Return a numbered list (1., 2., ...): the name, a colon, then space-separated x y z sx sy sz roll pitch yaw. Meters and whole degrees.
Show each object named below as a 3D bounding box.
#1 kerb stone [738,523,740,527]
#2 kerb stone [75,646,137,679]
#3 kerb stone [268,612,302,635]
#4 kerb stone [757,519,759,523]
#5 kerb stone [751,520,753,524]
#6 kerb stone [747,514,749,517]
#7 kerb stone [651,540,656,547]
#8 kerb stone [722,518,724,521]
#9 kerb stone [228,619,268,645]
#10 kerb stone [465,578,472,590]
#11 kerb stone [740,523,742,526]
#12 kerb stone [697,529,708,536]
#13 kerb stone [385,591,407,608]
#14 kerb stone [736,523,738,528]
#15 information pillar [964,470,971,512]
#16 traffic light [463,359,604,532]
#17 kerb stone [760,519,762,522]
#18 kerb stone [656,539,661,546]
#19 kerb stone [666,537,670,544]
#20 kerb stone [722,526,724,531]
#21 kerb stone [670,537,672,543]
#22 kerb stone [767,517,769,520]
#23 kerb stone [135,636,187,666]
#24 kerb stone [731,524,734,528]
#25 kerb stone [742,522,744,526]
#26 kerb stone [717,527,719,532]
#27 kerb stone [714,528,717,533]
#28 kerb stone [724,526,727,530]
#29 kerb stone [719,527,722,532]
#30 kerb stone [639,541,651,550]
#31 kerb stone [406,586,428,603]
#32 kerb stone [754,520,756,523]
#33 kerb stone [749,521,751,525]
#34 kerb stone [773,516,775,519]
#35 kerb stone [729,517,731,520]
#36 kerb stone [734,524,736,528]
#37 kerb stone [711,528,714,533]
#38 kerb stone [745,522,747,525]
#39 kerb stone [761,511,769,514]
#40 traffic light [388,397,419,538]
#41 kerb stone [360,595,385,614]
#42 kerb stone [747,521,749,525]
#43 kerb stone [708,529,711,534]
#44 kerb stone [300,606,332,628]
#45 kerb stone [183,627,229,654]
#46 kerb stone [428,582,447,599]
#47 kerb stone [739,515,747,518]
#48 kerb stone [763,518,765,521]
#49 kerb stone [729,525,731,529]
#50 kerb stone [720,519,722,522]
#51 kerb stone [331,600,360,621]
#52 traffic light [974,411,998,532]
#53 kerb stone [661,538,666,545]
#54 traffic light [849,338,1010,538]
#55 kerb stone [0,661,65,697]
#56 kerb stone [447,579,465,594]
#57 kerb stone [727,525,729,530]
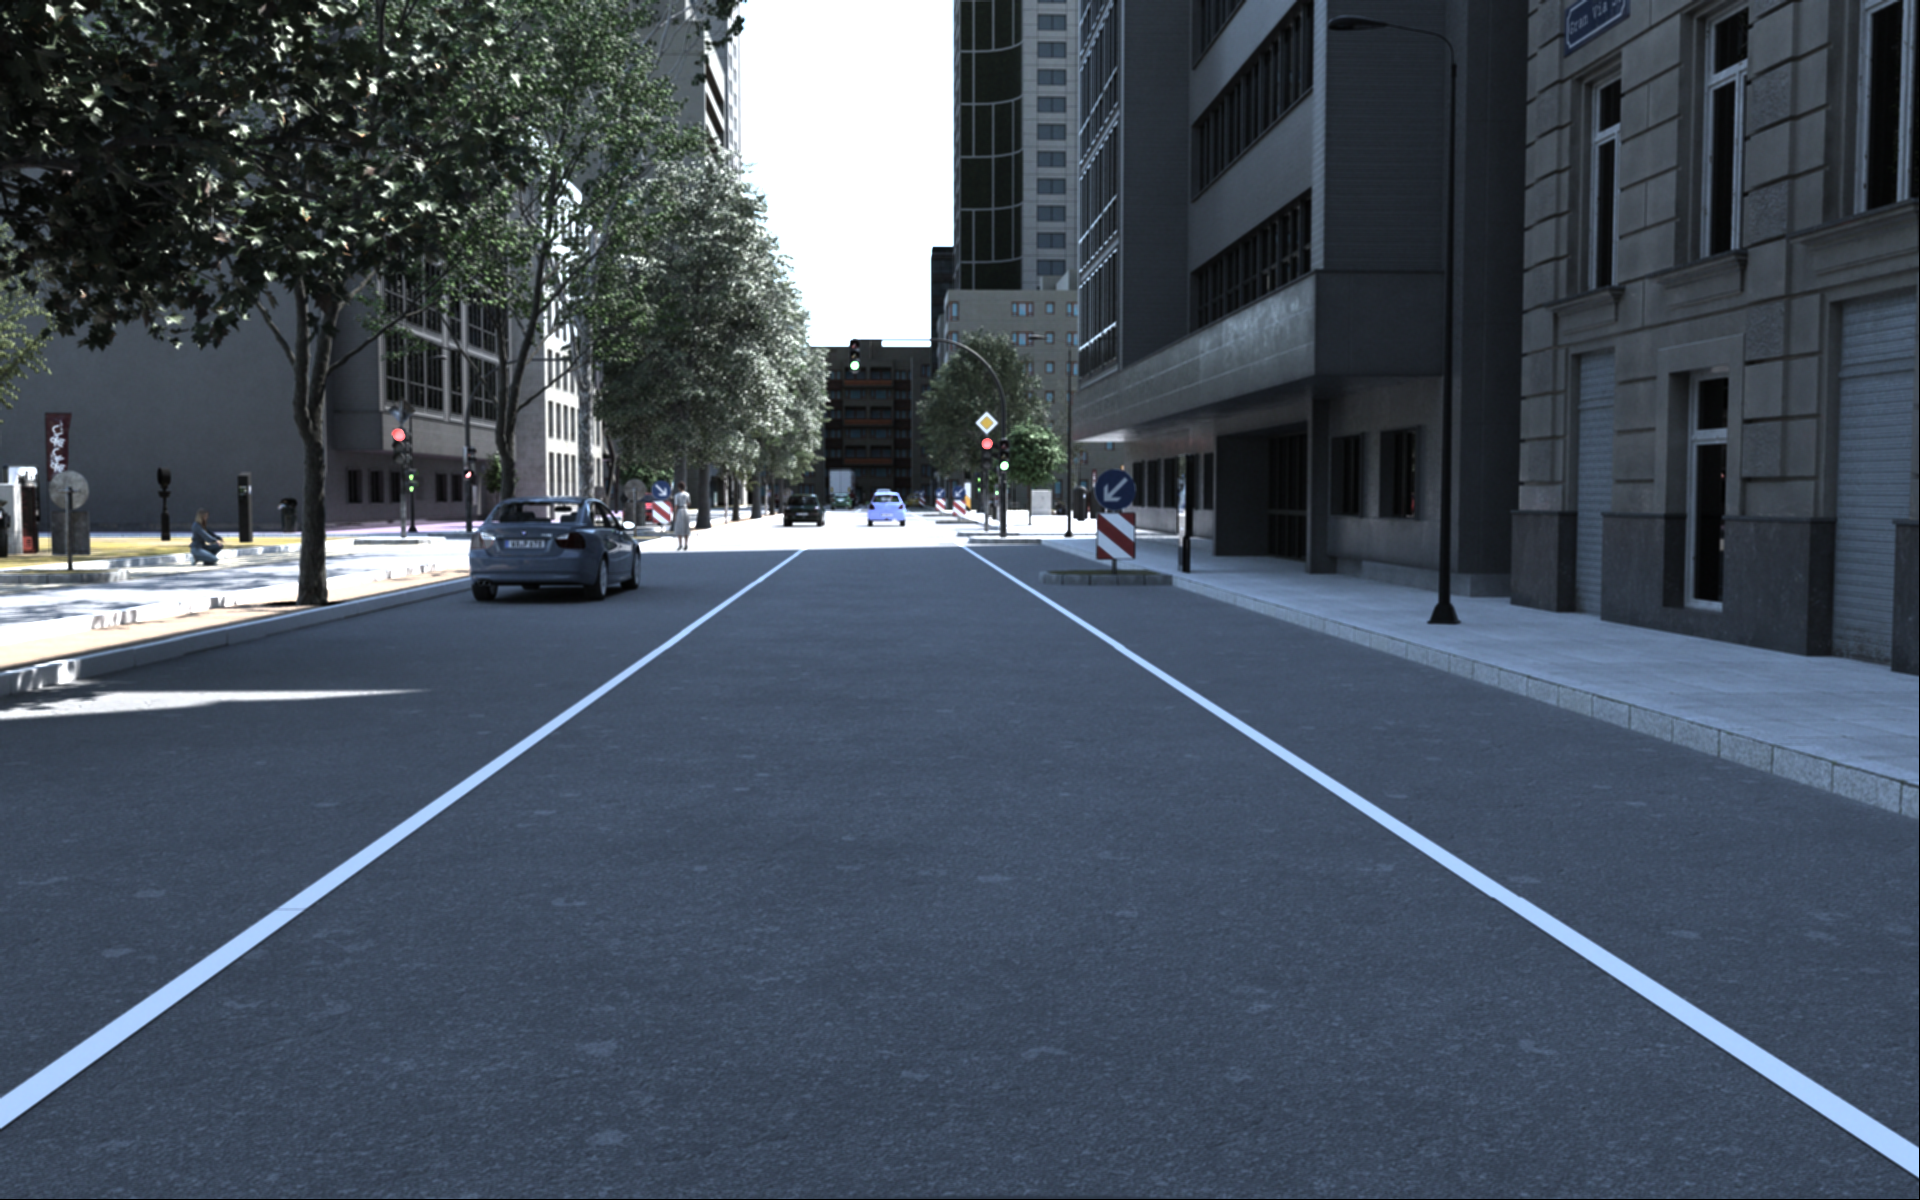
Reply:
1. kerb stone: -9.604 -3.161 73.883 0.120 0.150 1.000 0 4 -3
2. kerb stone: -6.898 0.508 13.884 0.120 0.150 1.000 0 4 -3
3. kerb stone: -7.086 0.261 17.975 0.120 0.150 1.000 0 4 -3
4. kerb stone: -10.117 -3.844 85.135 0.120 0.150 1.000 0 4 -3
5. kerb stone: -9.922 -3.594 81.046 0.120 0.150 1.000 0 4 -3
6. kerb stone: -13.129 -5.099 105.567 0.120 0.150 1.000 0 4 -3
7. kerb stone: -8.376 -1.495 46.640 0.120 0.150 1.000 0 4 -3
8. kerb stone: -12.386 -4.097 89.184 0.120 0.150 1.000 0 4 -3
9. kerb stone: -7.036 0.321 16.954 0.120 0.150 1.000 0 4 -3
10. kerb stone: -7.457 -0.243 26.169 0.120 0.150 1.000 0 4 -3
11. kerb stone: -9.649 -3.224 74.905 0.120 0.150 1.000 0 4 -3
12. kerb stone: -8.996 -2.347 60.575 0.120 0.150 1.000 0 4 -3
13. kerb stone: -7.275 0.010 22.069 0.120 0.150 1.000 0 4 -3
14. kerb stone: -9.548 -3.097 72.863 0.120 0.150 1.000 0 4 -3
15. information pillar: 0.573 -8.272 126.603 0.504 3.616 0.183 -2 4 -24
16. traffic light: -14.370 -5.106 58.157 4.771 5.953 1.251 0 4 -3
17. kerb stone: -10.200 -3.975 87.183 0.120 0.150 1.000 0 4 -3
18. kerb stone: -8.426 -1.557 47.662 0.120 0.150 1.000 0 4 -3
19. kerb stone: -8.518 -1.677 49.704 0.120 0.150 1.000 0 4 -3
20. kerb stone: -9.283 -2.723 66.715 0.120 0.150 1.000 0 4 -3
21. kerb stone: -8.554 -1.745 50.725 0.120 0.150 1.000 0 4 -3
22. kerb stone: -10.427 -4.289 92.312 0.120 0.150 1.000 0 4 -3
23. kerb stone: -6.940 0.450 14.906 0.120 0.150 1.000 0 4 -3
24. kerb stone: -9.464 -2.974 70.816 0.120 0.150 1.000 0 4 -3
25. kerb stone: -9.690 -3.287 75.932 0.120 0.150 1.000 0 4 -3
26. kerb stone: -9.186 -2.598 64.673 0.120 0.150 1.000 0 4 -3
27. kerb stone: -9.147 -2.535 63.648 0.120 0.150 1.000 0 4 -3
28. kerb stone: -9.330 -2.785 67.736 0.120 0.150 1.000 0 4 -3
29. kerb stone: -9.234 -2.660 65.694 0.120 0.150 1.000 0 4 -3
30. kerb stone: -8.333 -1.429 45.616 0.120 0.150 1.000 0 4 -3
31. kerb stone: -7.316 -0.055 23.094 0.120 0.150 1.000 0 4 -3
32. kerb stone: -10.017 -3.723 83.088 0.120 0.150 1.000 0 4 -3
33. kerb stone: -9.878 -3.536 80.025 0.120 0.150 1.000 0 4 -3
34. kerb stone: -10.664 -4.602 97.433 0.120 0.150 1.000 0 4 -3
35. kerb stone: -12.580 -4.345 93.283 0.120 0.150 1.000 0 4 -3
36. kerb stone: -9.518 -3.036 71.840 0.120 0.150 1.000 0 4 -3
37. kerb stone: -9.098 -2.472 62.617 0.120 0.150 1.000 0 4 -3
38. kerb stone: -9.785 -3.408 77.975 0.120 0.150 1.000 0 4 -3
39. kerb stone: -13.962 -6.228 124.025 0.120 0.150 1.000 0 4 -3
40. traffic light: -16.097 -3.739 50.051 0.839 4.253 0.868 0 4 -3
41. kerb stone: -7.223 0.070 21.047 0.120 0.150 1.000 0 4 -3
42. kerb stone: -9.842 -3.471 78.996 0.120 0.150 1.000 0 4 -3
43. kerb stone: -9.047 -2.405 61.596 0.120 0.150 1.000 0 4 -3
44. kerb stone: -7.135 0.196 18.998 0.120 0.150 1.000 0 4 -3
45. kerb stone: -6.999 0.383 15.933 0.120 0.150 1.000 0 4 -3
46. kerb stone: -7.366 -0.117 24.116 0.120 0.150 1.000 0 4 -3
47. kerb stone: -13.093 -5.037 104.545 0.120 0.150 1.000 0 4 -3
48. kerb stone: -10.288 -4.099 89.238 0.120 0.150 1.000 0 4 -3
49. kerb stone: -9.416 -2.911 69.794 0.120 0.150 1.000 0 4 -3
50. kerb stone: -12.344 -4.034 88.159 0.120 0.150 1.000 0 4 -3
51. kerb stone: -7.182 0.133 20.025 0.120 0.150 1.000 0 4 -3
52. traffic light: 0.887 -4.275 58.823 0.839 4.253 0.868 0 4 -3
53. kerb stone: -8.460 -1.620 48.683 0.120 0.150 1.000 0 4 -3
54. traffic light: -0.840 -4.645 50.611 4.771 5.953 1.251 0 4 -3
55. kerb stone: -6.855 0.571 12.863 0.120 0.150 1.000 0 4 -3
56. kerb stone: -7.408 -0.180 25.139 0.120 0.150 1.000 0 4 -3
57. kerb stone: -9.369 -2.849 68.769 0.120 0.150 1.000 0 4 -3
